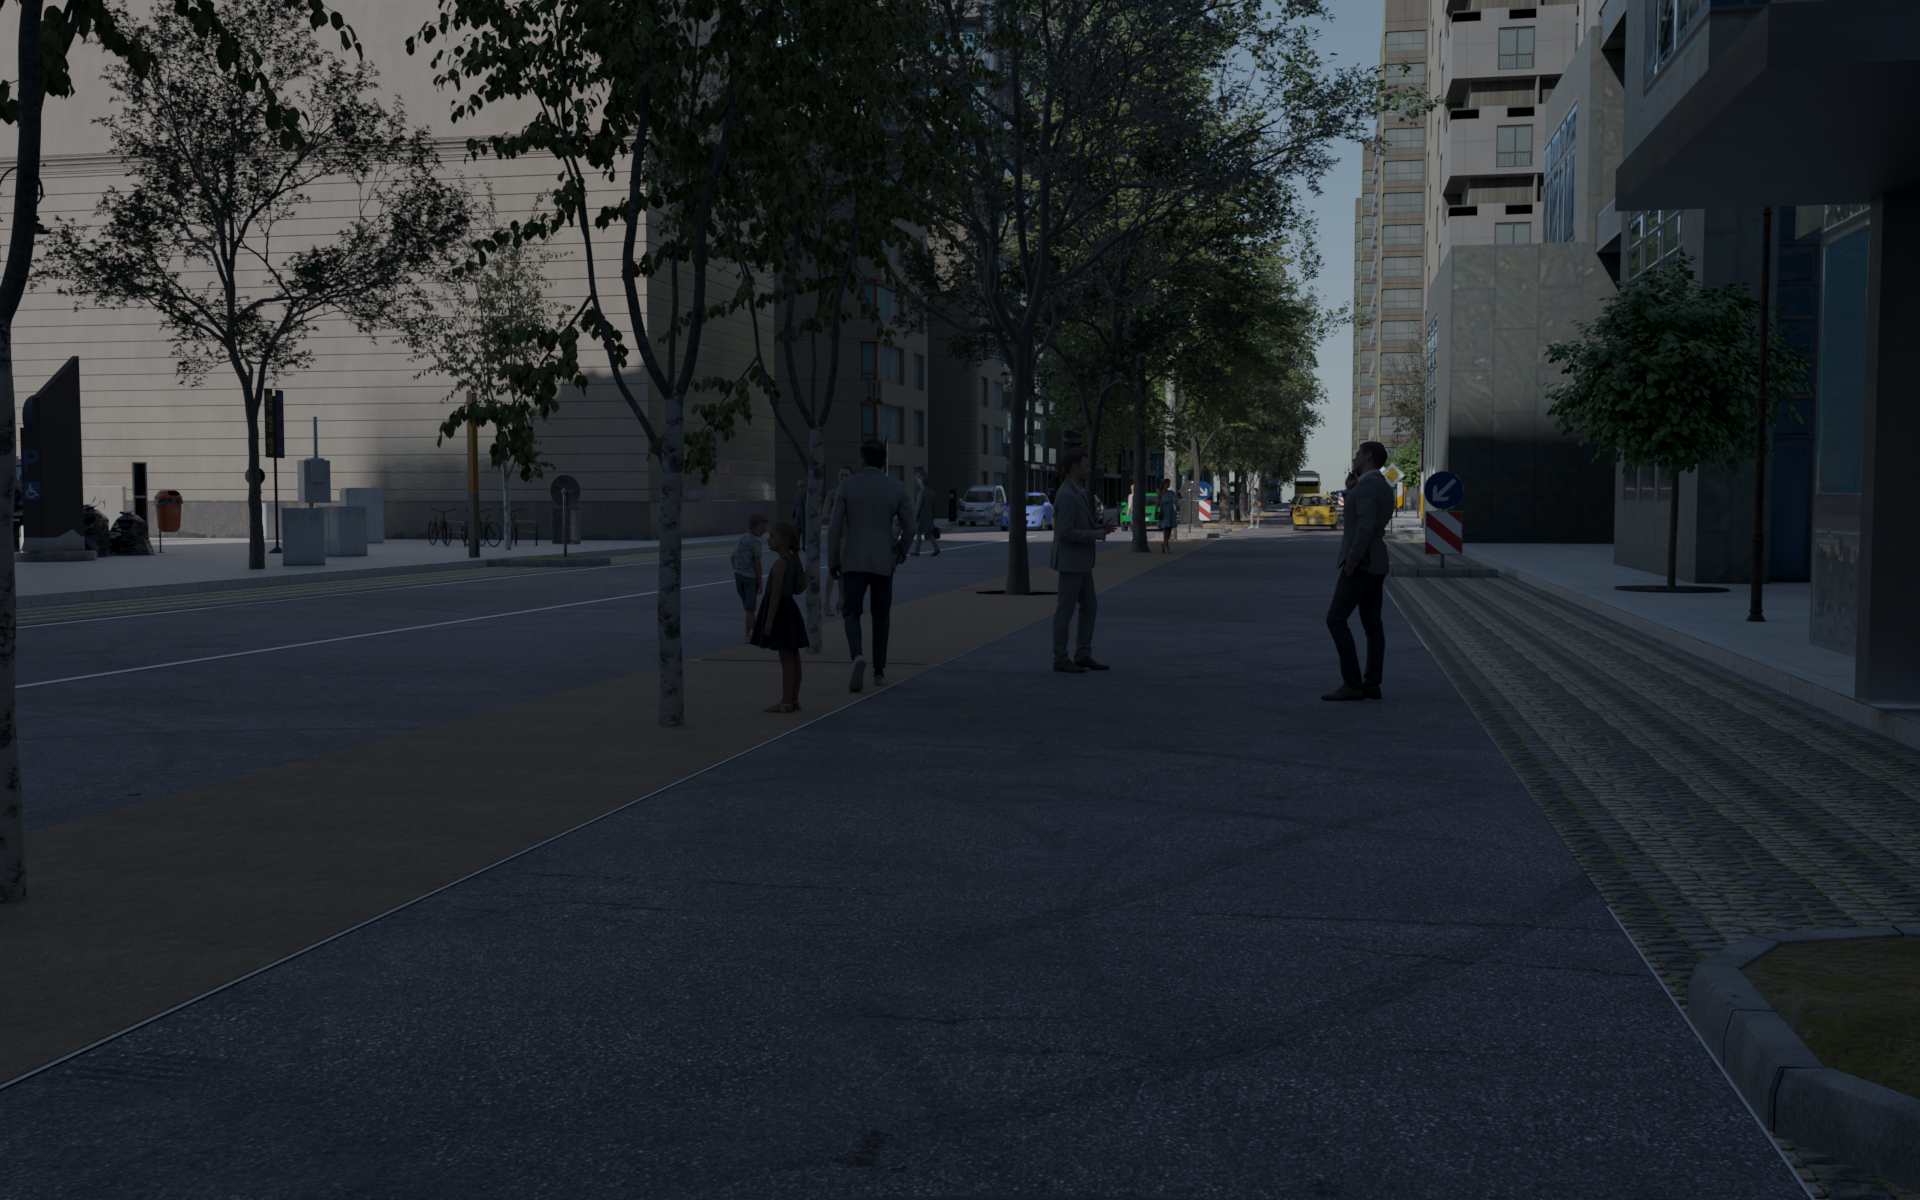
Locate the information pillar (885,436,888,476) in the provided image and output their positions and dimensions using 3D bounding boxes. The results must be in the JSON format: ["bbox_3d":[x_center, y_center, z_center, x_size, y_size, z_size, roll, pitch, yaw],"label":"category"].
[{"bbox_3d":[-2.984,-4.820,70.163,0.183,3.616,0.504,0,4,4],"label":"information pillar"}]

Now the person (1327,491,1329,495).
[{"bbox_3d":[62.174,-17.427,293.063,1.348,1.869,0.705,-2,4,-25],"label":"person"}]

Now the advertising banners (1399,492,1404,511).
[{"bbox_3d":[33.768,-8.364,132.935,0.090,3.025,2.074,0,4,-2],"label":"advertising banners"}]

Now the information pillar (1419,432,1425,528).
[{"bbox_3d":[17.290,-4.484,64.672,0.183,3.616,0.504,1,4,22],"label":"information pillar"}]

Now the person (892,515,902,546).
[{"bbox_3d":[-1.269,-1.160,32.155,0.352,1.250,0.332,-2,4,-31],"label":"person"}]

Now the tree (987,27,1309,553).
[{"bbox_3d":[4.413,-7.398,41.541,7.486,12.596,7.792,0,3,0],"label":"tree"}]

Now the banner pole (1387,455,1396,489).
[{"bbox_3d":[27.710,-7.423,111.375,0.401,3.779,0.863,-3,5,-43],"label":"banner pole"}]

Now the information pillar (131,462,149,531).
[{"bbox_3d":[-18.823,-2.158,39.773,0.304,2.012,0.304,-2,4,-29],"label":"information pillar"}]

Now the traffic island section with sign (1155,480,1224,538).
[{"bbox_3d":[7.516,-2.988,56.992,2.006,1.907,1.989,1,4,12],"label":"traffic island section with sign"}]

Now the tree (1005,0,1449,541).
[{"bbox_3d":[7.417,-11.787,51.058,12.611,20.169,13.585,0,3,0],"label":"tree"}]

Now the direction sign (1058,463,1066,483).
[{"bbox_3d":[7.674,-8.287,127.489,0.876,3.537,0.379,0,4,-7],"label":"direction sign"}]

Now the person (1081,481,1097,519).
[{"bbox_3d":[3.362,-2.339,47.022,0.678,1.792,0.850,-1,4,-9],"label":"person"}]

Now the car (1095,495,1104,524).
[{"bbox_3d":[5.723,-4.263,81.494,2.131,1.459,4.920,1,4,10],"label":"car"}]

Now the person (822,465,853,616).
[{"bbox_3d":[-1.398,-0.714,20.518,0.599,1.781,0.374,-3,5,-42],"label":"person"}]

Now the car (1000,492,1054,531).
[{"bbox_3d":[2.654,-3.576,68.067,1.945,1.707,3.694,1,4,12],"label":"car"}]

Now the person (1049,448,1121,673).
[{"bbox_3d":[1.002,-0.320,13.930,0.583,1.804,0.606,0,4,6],"label":"person"}]

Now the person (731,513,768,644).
[{"bbox_3d":[-2.022,-0.213,16.663,0.352,1.250,0.332,-1,4,-12],"label":"person"}]

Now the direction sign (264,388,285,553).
[{"bbox_3d":[-14.822,-2.783,37.507,0.379,3.537,0.876,0,4,3],"label":"direction sign"}]

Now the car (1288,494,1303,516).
[{"bbox_3d":[22.909,-6.337,115.402,2.131,1.459,4.920,1,4,11],"label":"car"}]

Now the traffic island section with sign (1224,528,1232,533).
[{"bbox_3d":[9.027,-3.432,64.245,2.006,1.907,1.989,1,4,12],"label":"traffic island section with sign"}]

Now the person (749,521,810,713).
[{"bbox_3d":[-1.180,0.114,11.310,0.373,1.253,0.362,1,4,14],"label":"person"}]

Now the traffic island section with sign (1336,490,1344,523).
[{"bbox_3d":[19.646,-4.678,85.111,1.989,1.847,2.006,1,4,12],"label":"traffic island section with sign"}]

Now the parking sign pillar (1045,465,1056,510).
[{"bbox_3d":[7.124,-9.320,140.849,1.447,3.967,1.447,-2,4,-25],"label":"parking sign pillar"}]

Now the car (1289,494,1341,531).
[{"bbox_3d":[14.081,-3.577,68.710,2.015,1.641,3.980,1,4,11],"label":"car"}]

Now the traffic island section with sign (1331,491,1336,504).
[{"bbox_3d":[25.231,-6.327,112.080,1.989,1.847,2.006,1,4,12],"label":"traffic island section with sign"}]

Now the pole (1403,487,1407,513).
[{"bbox_3d":[29.504,-7.397,114.777,0.158,3.312,0.155,0,3,0],"label":"pole"}]

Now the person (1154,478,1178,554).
[{"bbox_3d":[4.884,-2.003,41.338,0.616,1.811,0.778,-1,4,-13],"label":"person"}]

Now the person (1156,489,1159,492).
[{"bbox_3d":[12.760,-6.308,112.050,0.576,1.772,0.534,1,4,13],"label":"person"}]

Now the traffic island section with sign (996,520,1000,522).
[{"bbox_3d":[2.906,-4.855,88.000,1.989,1.847,2.006,1,4,12],"label":"traffic island section with sign"}]

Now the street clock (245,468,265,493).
[{"bbox_3d":[-19.101,-2.594,46.974,0.358,2.002,0.471,3,5,43],"label":"street clock"}]

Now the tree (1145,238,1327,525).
[{"bbox_3d":[12.227,-10.410,79.310,9.857,13.997,8.962,0,3,0],"label":"tree"}]

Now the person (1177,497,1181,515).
[{"bbox_3d":[14.972,-6.414,118.388,0.382,1.210,0.505,2,4,35],"label":"person"}]

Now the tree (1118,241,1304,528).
[{"bbox_3d":[9.344,-8.574,68.394,9.928,11.665,9.643,0,3,0],"label":"tree"}]

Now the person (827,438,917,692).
[{"bbox_3d":[-0.642,-0.266,12.691,0.661,1.843,0.795,0,4,-7],"label":"person"}]

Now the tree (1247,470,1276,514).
[{"bbox_3d":[17.920,-9.415,106.762,4.360,8.622,3.978,0,3,0],"label":"tree"}]

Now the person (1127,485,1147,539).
[{"bbox_3d":[5.733,-2.822,55.313,0.598,1.740,0.731,3,5,41],"label":"person"}]

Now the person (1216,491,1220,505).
[{"bbox_3d":[32.563,-12.858,218.869,0.705,1.807,1.348,-1,4,-17],"label":"person"}]

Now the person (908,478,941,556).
[{"bbox_3d":[-0.825,-1.925,40.074,0.767,1.812,0.694,3,4,36],"label":"person"}]

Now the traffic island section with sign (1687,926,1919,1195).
[{"bbox_3d":[2.871,0.280,4.053,1.989,1.847,2.006,1,4,12],"label":"traffic island section with sign"}]

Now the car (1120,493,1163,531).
[{"bbox_3d":[7.381,-3.616,67.922,1.959,1.807,4.718,1,4,13],"label":"car"}]

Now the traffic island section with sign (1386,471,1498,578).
[{"bbox_3d":[8.335,-1.335,30.451,1.989,1.847,2.006,1,4,12],"label":"traffic island section with sign"}]

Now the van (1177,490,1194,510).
[{"bbox_3d":[20.523,-9.277,158.692,2.013,2.044,4.112,1,4,11],"label":"van"}]

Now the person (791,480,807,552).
[{"bbox_3d":[-3.929,-2.075,42.850,0.576,1.772,0.534,1,4,22],"label":"person"}]

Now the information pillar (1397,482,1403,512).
[{"bbox_3d":[30.826,-7.964,121.566,0.504,3.616,0.183,3,4,38],"label":"information pillar"}]

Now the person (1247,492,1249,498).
[{"bbox_3d":[41.782,-14.769,250.709,1.217,1.736,0.721,1,4,13],"label":"person"}]

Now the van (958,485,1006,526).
[{"bbox_3d":[1.018,-4.325,77.724,2.013,2.044,4.112,1,4,11],"label":"van"}]

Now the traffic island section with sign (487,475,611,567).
[{"bbox_3d":[-8.119,-1.594,34.683,1.989,1.847,2.006,1,4,12],"label":"traffic island section with sign"}]

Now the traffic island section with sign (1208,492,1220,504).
[{"bbox_3d":[35.532,-14.493,245.593,1.989,1.847,2.006,1,4,12],"label":"traffic island section with sign"}]

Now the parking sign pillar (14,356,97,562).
[{"bbox_3d":[-17.422,-2.737,33.227,1.447,3.967,1.447,0,4,6],"label":"parking sign pillar"}]

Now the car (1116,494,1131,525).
[{"bbox_3d":[8.381,-4.195,80.385,2.131,1.459,4.920,1,4,11],"label":"car"}]

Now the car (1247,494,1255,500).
[{"bbox_3d":[34.788,-11.923,204.723,2.009,1.686,4.222,1,4,10],"label":"car"}]

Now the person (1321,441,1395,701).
[{"bbox_3d":[2.789,-0.210,12.113,0.473,1.802,0.592,3,5,44],"label":"person"}]

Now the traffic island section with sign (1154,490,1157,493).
[{"bbox_3d":[18.710,-9.522,164.320,1.989,1.847,2.006,1,4,12],"label":"traffic island section with sign"}]

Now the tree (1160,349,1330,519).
[{"bbox_3d":[16.400,-11.025,99.729,9.611,12.733,9.660,0,3,0],"label":"tree"}]

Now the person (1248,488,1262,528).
[{"bbox_3d":[12.377,-3.848,72.419,0.522,1.701,0.512,3,5,39],"label":"person"}]

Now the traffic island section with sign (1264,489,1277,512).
[{"bbox_3d":[24.247,-7.932,137.831,2.006,1.907,1.989,1,4,12],"label":"traffic island section with sign"}]

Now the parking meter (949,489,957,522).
[{"bbox_3d":[-0.341,-4.348,79.497,0.372,1.533,0.369,0,3,0],"label":"parking meter"}]

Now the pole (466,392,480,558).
[{"bbox_3d":[-9.808,-2.510,34.880,0.158,3.312,0.155,0,3,0],"label":"pole"}]

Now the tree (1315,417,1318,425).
[{"bbox_3d":[21.583,-11.529,125.374,8.767,10.594,7.601,1,4,12],"label":"tree"}]
